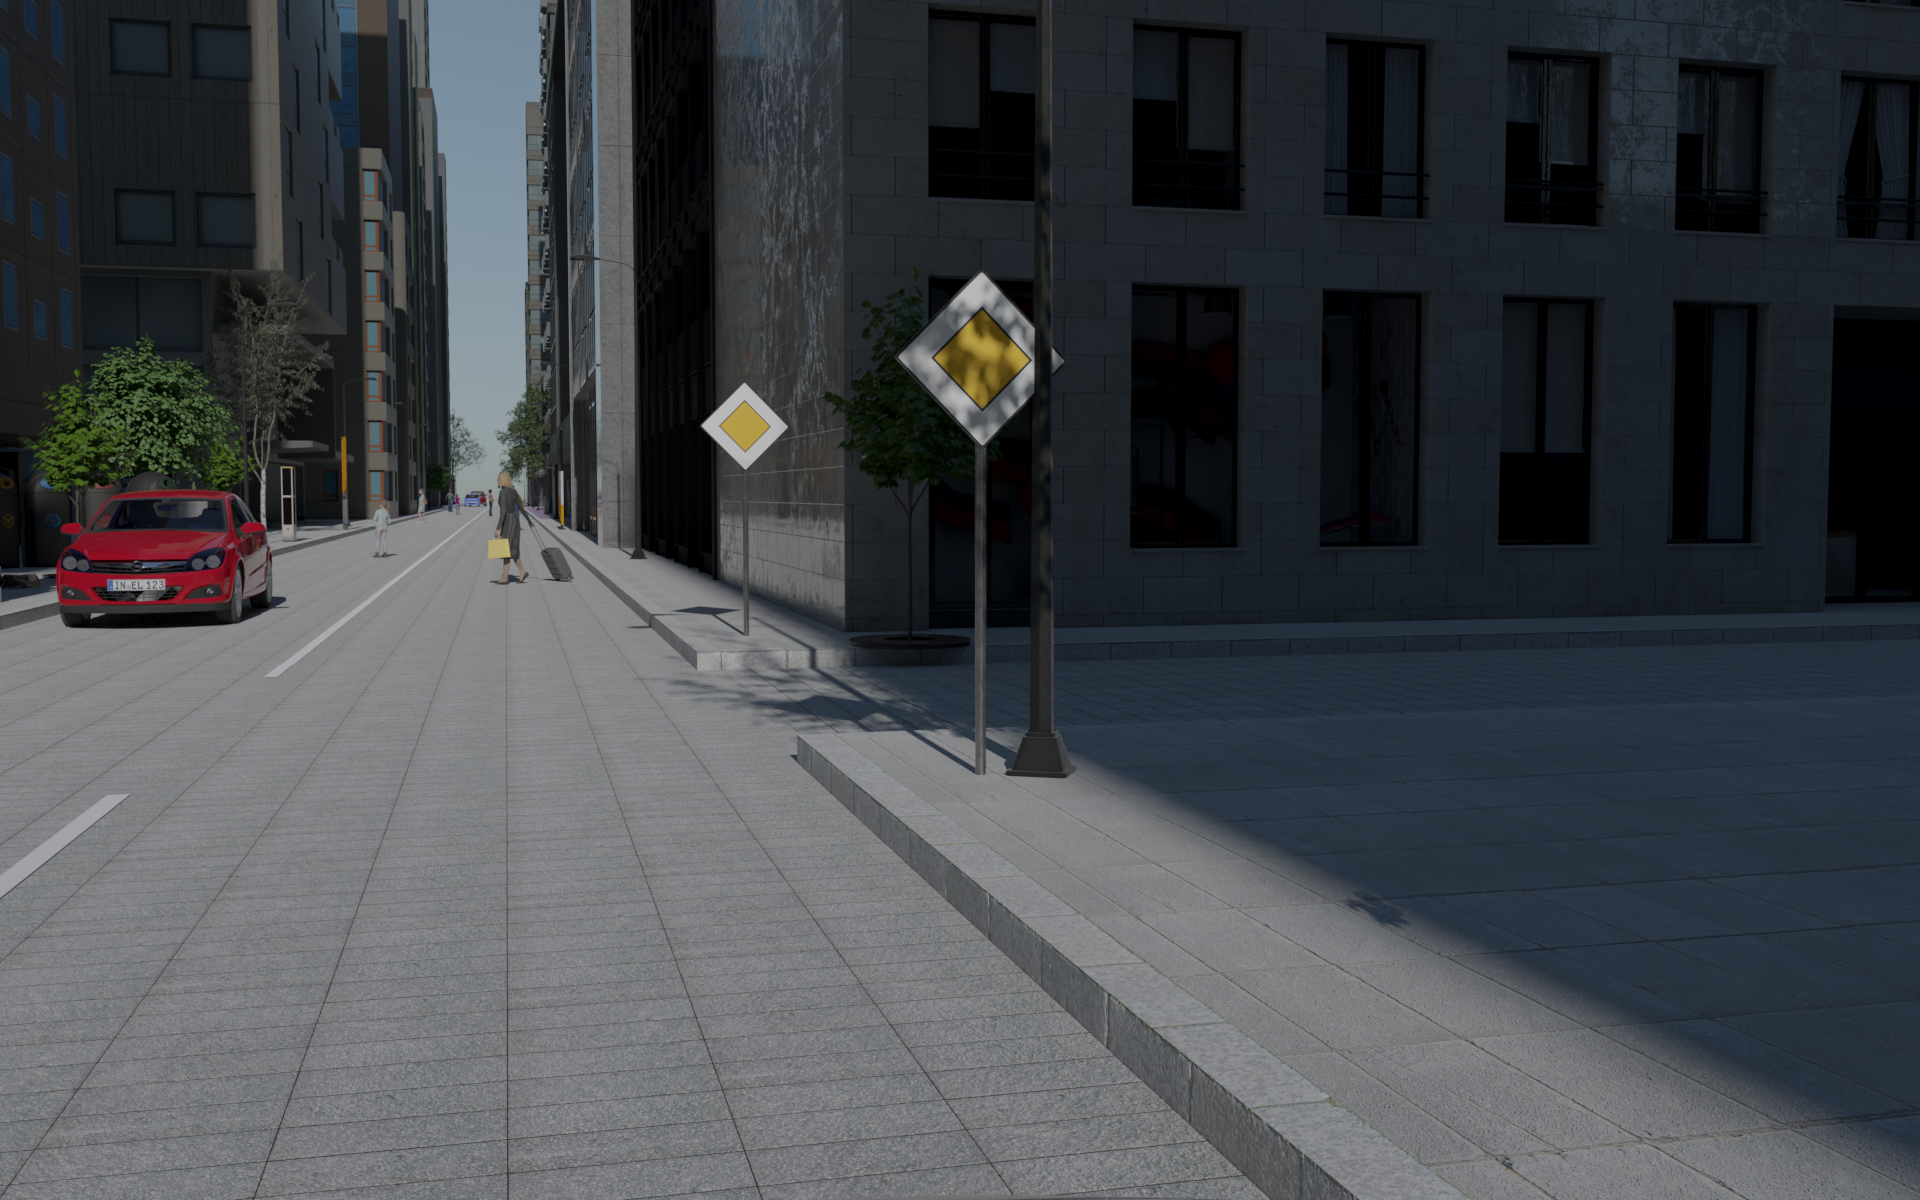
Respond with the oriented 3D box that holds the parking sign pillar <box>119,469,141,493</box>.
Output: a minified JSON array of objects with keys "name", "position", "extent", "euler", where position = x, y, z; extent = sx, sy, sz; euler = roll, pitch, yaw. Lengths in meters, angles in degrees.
[{"name":"parking sign pillar","position":[-25.307,-3.926,52.661],"extent":[1.447,3.967,1.447],"euler":[0,4,-4]}]

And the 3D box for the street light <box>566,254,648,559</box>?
[{"name":"street light","position":[-6.862,-3.748,33.820],"extent":[1.470,5.913,1.316],"euler":[-1,4,-15]}]

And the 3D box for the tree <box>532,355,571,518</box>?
[{"name":"tree","position":[-20.724,-8.652,91.827],"extent":[4.360,8.622,3.978],"euler":[0,3,0]}]

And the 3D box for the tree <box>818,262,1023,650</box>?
[{"name":"tree","position":[-0.414,-1.220,14.542],"extent":[1.663,3.219,1.824],"euler":[0,3,0]}]

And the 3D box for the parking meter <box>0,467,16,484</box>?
[{"name":"parking meter","position":[-19.562,-1.820,35.467],"extent":[0.399,1.863,0.255],"euler":[0,4,-6]}]

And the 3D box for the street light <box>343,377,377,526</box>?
[{"name":"street light","position":[-23.870,-5.891,68.860],"extent":[1.470,5.913,1.316],"euler":[-1,4,-15]}]

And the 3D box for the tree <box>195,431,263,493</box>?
[{"name":"tree","position":[-20.251,-3.228,47.382],"extent":[1.663,3.219,1.824],"euler":[0,3,0]}]

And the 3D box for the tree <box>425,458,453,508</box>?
[{"name":"tree","position":[-48.314,-10.731,159.171],"extent":[4.285,4.588,4.351],"euler":[0,3,0]}]

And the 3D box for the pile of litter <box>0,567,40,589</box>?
[{"name":"pile of litter","position":[-13.406,-0.612,23.974],"extent":[1.176,0.858,1.719],"euler":[-2,4,-35]}]

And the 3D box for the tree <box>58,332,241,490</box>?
[{"name":"tree","position":[-16.452,-3.152,35.249],"extent":[4.285,4.588,4.351],"euler":[0,3,0]}]

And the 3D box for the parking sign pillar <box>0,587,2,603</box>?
[{"name":"parking sign pillar","position":[-12.016,-1.935,20.108],"extent":[1.447,3.967,1.447],"euler":[0,4,4]}]

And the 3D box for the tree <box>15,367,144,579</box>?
[{"name":"tree","position":[-13.510,-1.952,26.511],"extent":[1.663,3.219,1.824],"euler":[0,3,0]}]

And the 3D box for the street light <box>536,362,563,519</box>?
[{"name":"street light","position":[-14.086,-5.423,61.211],"extent":[1.470,5.913,1.316],"euler":[-1,4,-15]}]

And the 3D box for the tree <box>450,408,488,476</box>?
[{"name":"tree","position":[-70.368,-20.116,239.267],"extent":[12.009,13.543,11.850],"euler":[0,3,0]}]

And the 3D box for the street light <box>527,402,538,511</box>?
[{"name":"street light","position":[-21.094,-7.065,88.049],"extent":[1.470,5.913,1.316],"euler":[-1,4,-15]}]

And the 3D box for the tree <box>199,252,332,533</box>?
[{"name":"tree","position":[-21.485,-6.293,53.259],"extent":[4.360,8.622,3.978],"euler":[0,3,0]}]

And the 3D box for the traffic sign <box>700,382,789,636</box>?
[{"name":"traffic sign","position":[-1.933,-0.731,15.588],"extent":[0.795,2.450,0.064],"euler":[-1,4,-15]}]

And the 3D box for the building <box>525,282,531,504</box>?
[{"name":"building","position":[-52.188,-28.462,237.062],"extent":[14.160,30.474,14.107],"euler":[-1,4,-15]}]

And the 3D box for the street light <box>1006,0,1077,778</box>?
[{"name":"street light","position":[-0.149,-2.148,7.665],"extent":[1.470,5.913,1.316],"euler":[-1,4,-15]}]

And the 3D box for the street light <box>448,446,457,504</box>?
[{"name":"street light","position":[-49.948,-11.977,168.364],"extent":[1.470,5.913,1.316],"euler":[-1,4,-15]}]

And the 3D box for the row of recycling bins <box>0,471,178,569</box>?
[{"name":"row of recycling bins","position":[-15.817,-1.452,30.845],"extent":[3.534,1.692,1.069],"euler":[-3,5,-44]}]

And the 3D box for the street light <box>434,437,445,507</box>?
[{"name":"street light","position":[-42.887,-10.342,141.638],"extent":[1.470,5.913,1.316],"euler":[-1,4,-15]}]

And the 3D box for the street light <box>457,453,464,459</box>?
[{"name":"street light","position":[-57.060,-13.621,195.237],"extent":[1.470,5.913,1.316],"euler":[-1,4,-15]}]

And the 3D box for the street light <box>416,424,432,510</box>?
[{"name":"street light","position":[-35.936,-8.700,114.786],"extent":[1.470,5.913,1.316],"euler":[-1,4,-15]}]

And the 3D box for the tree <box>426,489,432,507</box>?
[{"name":"tree","position":[-51.453,-10.512,166.477],"extent":[1.663,3.219,1.824],"euler":[0,3,0]}]

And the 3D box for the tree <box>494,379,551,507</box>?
[{"name":"tree","position":[-41.548,-15.604,172.126],"extent":[9.611,12.733,9.660],"euler":[0,3,0]}]

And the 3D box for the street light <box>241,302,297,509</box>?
[{"name":"street light","position":[-16.760,-4.248,41.997],"extent":[1.470,5.913,1.316],"euler":[-1,4,-15]}]

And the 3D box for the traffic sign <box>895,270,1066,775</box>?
[{"name":"traffic sign","position":[0.091,-0.258,7.863],"extent":[0.795,2.450,0.064],"euler":[-1,4,-15]}]

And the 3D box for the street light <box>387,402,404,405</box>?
[{"name":"street light","position":[-28.870,-7.048,87.780],"extent":[1.470,5.913,1.316],"euler":[-1,4,-15]}]

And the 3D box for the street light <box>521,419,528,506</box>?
[{"name":"street light","position":[-26.234,-8.245,107.348],"extent":[1.470,5.913,1.316],"euler":[-1,4,-15]}]

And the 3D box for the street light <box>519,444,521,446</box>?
[{"name":"street light","position":[-33.368,-9.909,134.549],"extent":[1.470,5.913,1.316],"euler":[-1,4,-15]}]
